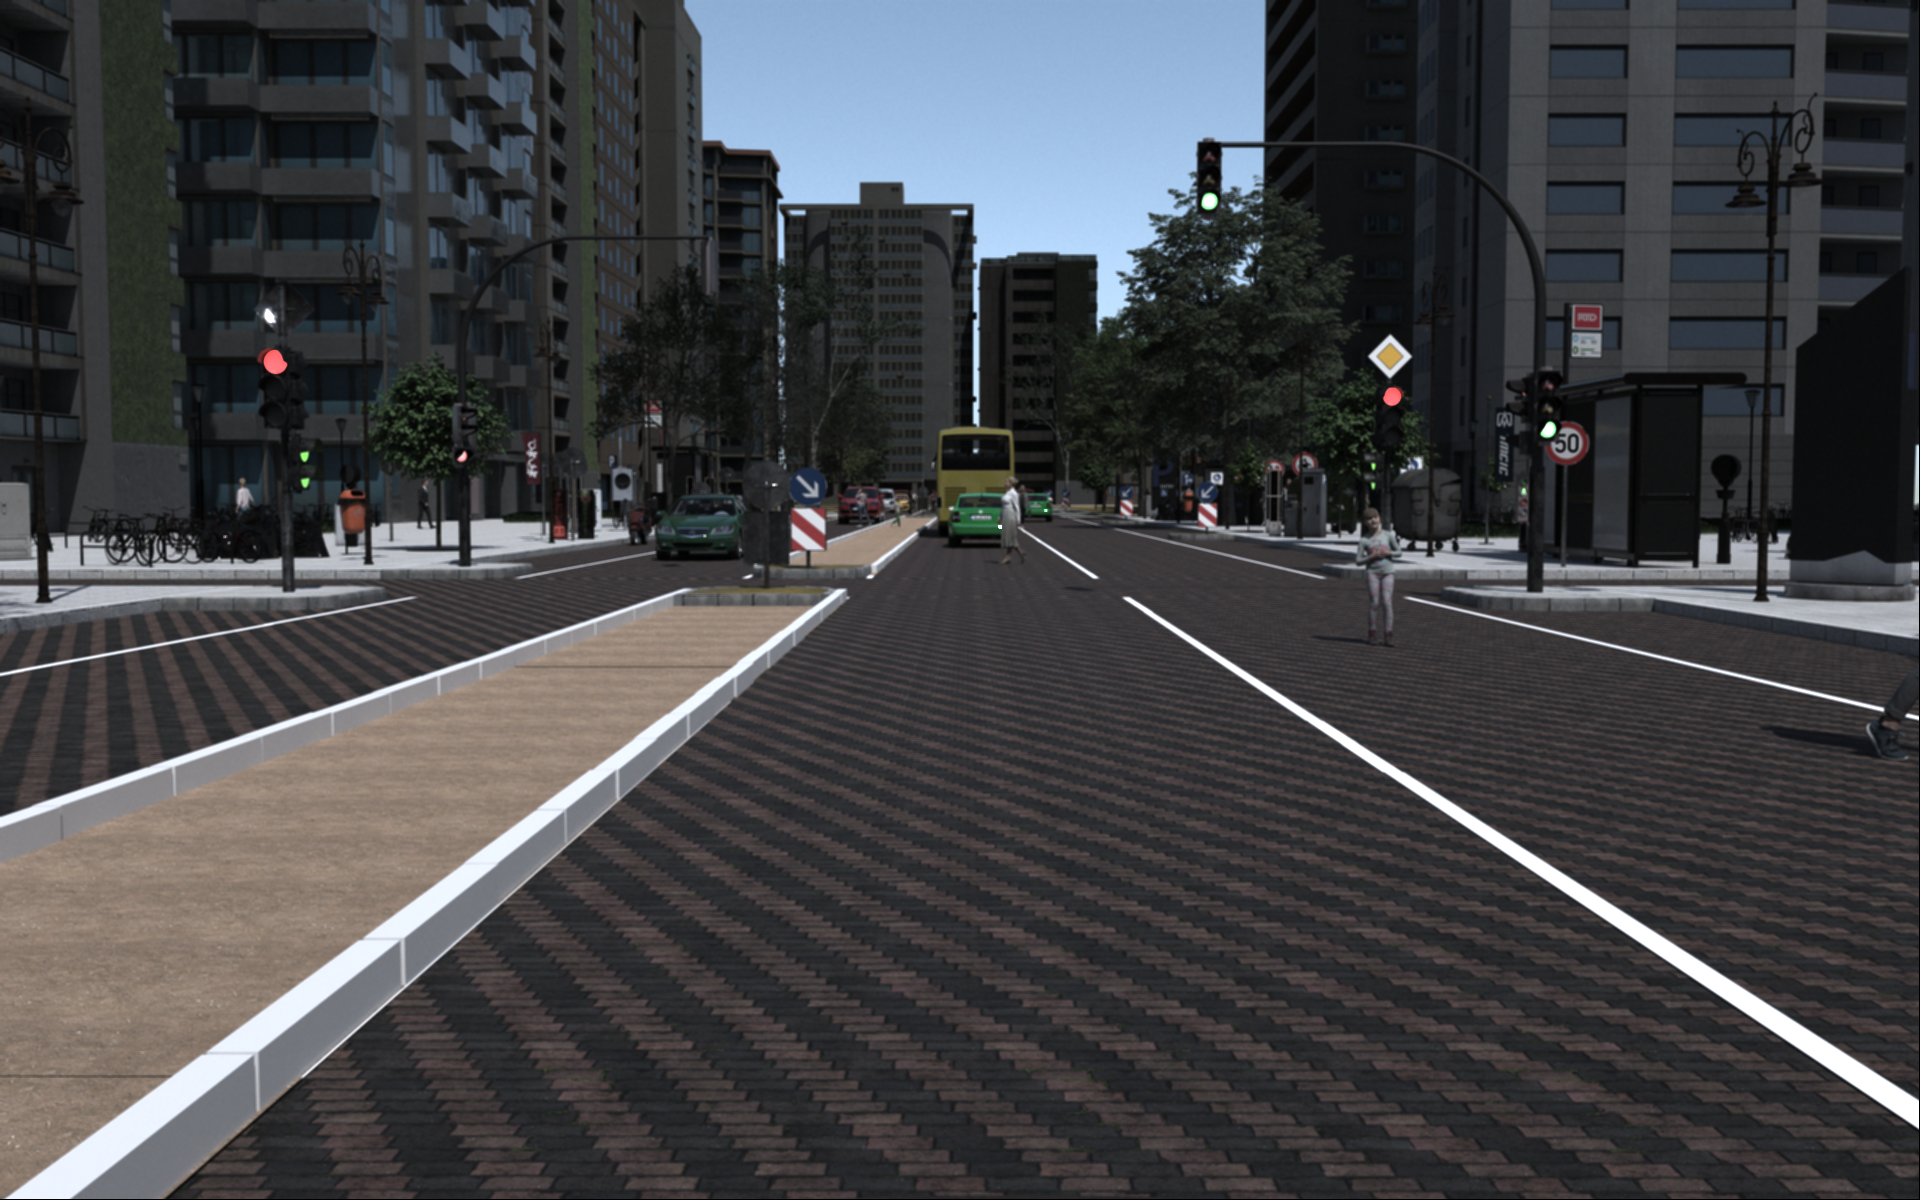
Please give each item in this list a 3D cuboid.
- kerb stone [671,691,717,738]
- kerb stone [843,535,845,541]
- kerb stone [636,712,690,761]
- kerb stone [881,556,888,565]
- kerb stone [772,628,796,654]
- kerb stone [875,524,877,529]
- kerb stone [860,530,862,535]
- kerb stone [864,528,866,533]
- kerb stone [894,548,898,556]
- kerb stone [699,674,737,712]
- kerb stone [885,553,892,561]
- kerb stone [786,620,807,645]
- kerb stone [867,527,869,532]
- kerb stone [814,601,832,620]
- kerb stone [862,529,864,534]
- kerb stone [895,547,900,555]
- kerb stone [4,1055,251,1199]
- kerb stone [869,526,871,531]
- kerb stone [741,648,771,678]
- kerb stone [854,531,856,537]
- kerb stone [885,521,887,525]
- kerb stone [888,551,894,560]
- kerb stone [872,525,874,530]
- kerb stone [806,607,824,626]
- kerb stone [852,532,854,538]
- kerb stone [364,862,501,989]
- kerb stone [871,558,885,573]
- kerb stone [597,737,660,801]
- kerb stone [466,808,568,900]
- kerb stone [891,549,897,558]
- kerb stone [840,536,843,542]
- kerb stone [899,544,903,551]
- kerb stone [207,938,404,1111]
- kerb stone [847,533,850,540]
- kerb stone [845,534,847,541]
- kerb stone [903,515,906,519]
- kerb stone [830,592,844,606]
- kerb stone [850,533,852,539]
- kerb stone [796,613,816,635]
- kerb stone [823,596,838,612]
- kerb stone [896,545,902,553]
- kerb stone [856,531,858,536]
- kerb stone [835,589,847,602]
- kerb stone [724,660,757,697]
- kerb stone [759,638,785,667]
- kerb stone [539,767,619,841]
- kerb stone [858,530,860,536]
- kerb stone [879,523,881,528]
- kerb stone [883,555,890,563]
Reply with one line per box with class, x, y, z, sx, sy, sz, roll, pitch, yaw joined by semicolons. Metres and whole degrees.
kerb stone;-1.640;0.708;10.625;0.120;0.150;1.000;0;4;0
kerb stone;-3.570;-1.775;51.212;0.120;0.150;1.000;0;4;0
kerb stone;-1.652;0.770;9.603;0.120;0.150;1.000;0;4;0
kerb stone;-1.537;-0.707;33.754;0.120;0.150;1.000;0;4;0
kerb stone;-1.624;0.394;15.748;0.120;0.150;1.000;0;4;0
kerb stone;-3.490;-2.842;68.658;0.120;0.150;1.000;0;4;0
kerb stone;-3.538;-2.277;59.418;0.120;0.150;1.000;0;4;0
kerb stone;-3.527;-2.402;61.476;0.120;0.150;1.000;0;4;0
kerb stone;-1.525;-1.017;38.882;0.120;0.150;1.000;0;4;0
kerb stone;-1.644;0.645;11.648;0.120;0.150;1.000;0;4;0
kerb stone;-1.542;-0.832;35.812;0.120;0.150;1.000;0;4;0
kerb stone;-1.609;0.332;16.770;0.120;0.150;1.000;0;4;0
kerb stone;-3.511;-2.528;63.525;0.120;0.150;1.000;0;4;0
kerb stone;-1.600;0.144;19.837;0.120;0.150;1.000;0;4;0
kerb stone;-3.526;-2.340;60.450;0.120;0.150;1.000;0;4;0
kerb stone;-1.511;-1.078;39.908;0.120;0.150;1.000;0;4;0
kerb stone;-1.677;1.145;3.468;0.120;0.150;1.000;0;4;0
kerb stone;-3.508;-2.589;64.548;0.120;0.150;1.000;0;4;0
kerb stone;-1.636;0.520;13.697;0.120;0.150;1.000;0;4;0
kerb stone;-3.543;-2.088;56.337;0.120;0.150;1.000;0;4;0
kerb stone;-3.452;-3.342;76.866;0.120;0.150;1.000;0;4;0
kerb stone;-1.534;-0.895;36.834;0.120;0.150;1.000;0;4;0
kerb stone;-3.500;-2.717;66.614;0.120;0.150;1.000;0;4;0
kerb stone;-1.610;0.207;18.815;0.120;0.150;1.000;0;4;0
kerb stone;-3.553;-2.023;55.315;0.120;0.150;1.000;0;4;0
kerb stone;-1.664;1.021;5.512;0.120;0.150;1.000;0;4;0
kerb stone;-1.546;-0.644;32.731;0.120;0.150;1.000;0;4;0
kerb stone;-1.649;0.834;8.581;0.120;0.150;1.000;0;4;0
kerb stone;-1.666;0.960;6.534;0.120;0.150;1.000;0;4;0
kerb stone;-1.523;-0.958;37.860;0.120;0.150;1.000;0;4;0
kerb stone;-3.566;-1.709;50.184;0.120;0.150;1.000;0;4;0
kerb stone;-1.509;-1.208;41.953;0.120;0.150;1.000;0;4;0
kerb stone;-1.673;1.084;4.490;0.120;0.150;1.000;0;4;0
kerb stone;-3.565;-1.900;53.262;0.120;0.150;1.000;0;4;0
kerb stone;-3.565;-1.830;52.235;0.120;0.150;1.000;0;4;0
kerb stone;-3.344;-4.914;102.536;0.120;0.150;1.000;0;4;0
kerb stone;-1.600;0.028;21.882;0.120;0.150;1.000;0;4;0
kerb stone;-3.562;-1.957;54.293;0.120;0.150;1.000;0;4;0
kerb stone;-1.613;0.269;17.792;0.120;0.150;1.000;0;4;0
kerb stone;-1.601;0.087;20.859;0.120;0.150;1.000;0;4;0
kerb stone;-1.512;-1.142;40.931;0.120;0.150;1.000;0;4;0
kerb stone;-3.546;-2.148;57.369;0.120;0.150;1.000;0;4;0
kerb stone;-1.589;-0.044;22.914;0.120;0.150;1.000;0;4;0
kerb stone;-1.629;0.584;12.670;0.120;0.150;1.000;0;4;0
kerb stone;-1.623;0.459;14.719;0.120;0.150;1.000;0;4;0
kerb stone;-1.662;0.895;7.559;0.120;0.150;1.000;0;4;0
kerb stone;-3.537;-2.212;58.391;0.120;0.150;1.000;0;4;0
kerb stone;-3.476;-3.029;71.740;0.120;0.150;1.000;0;4;0
kerb stone;-1.545;-0.770;34.789;0.120;0.150;1.000;0;4;0
